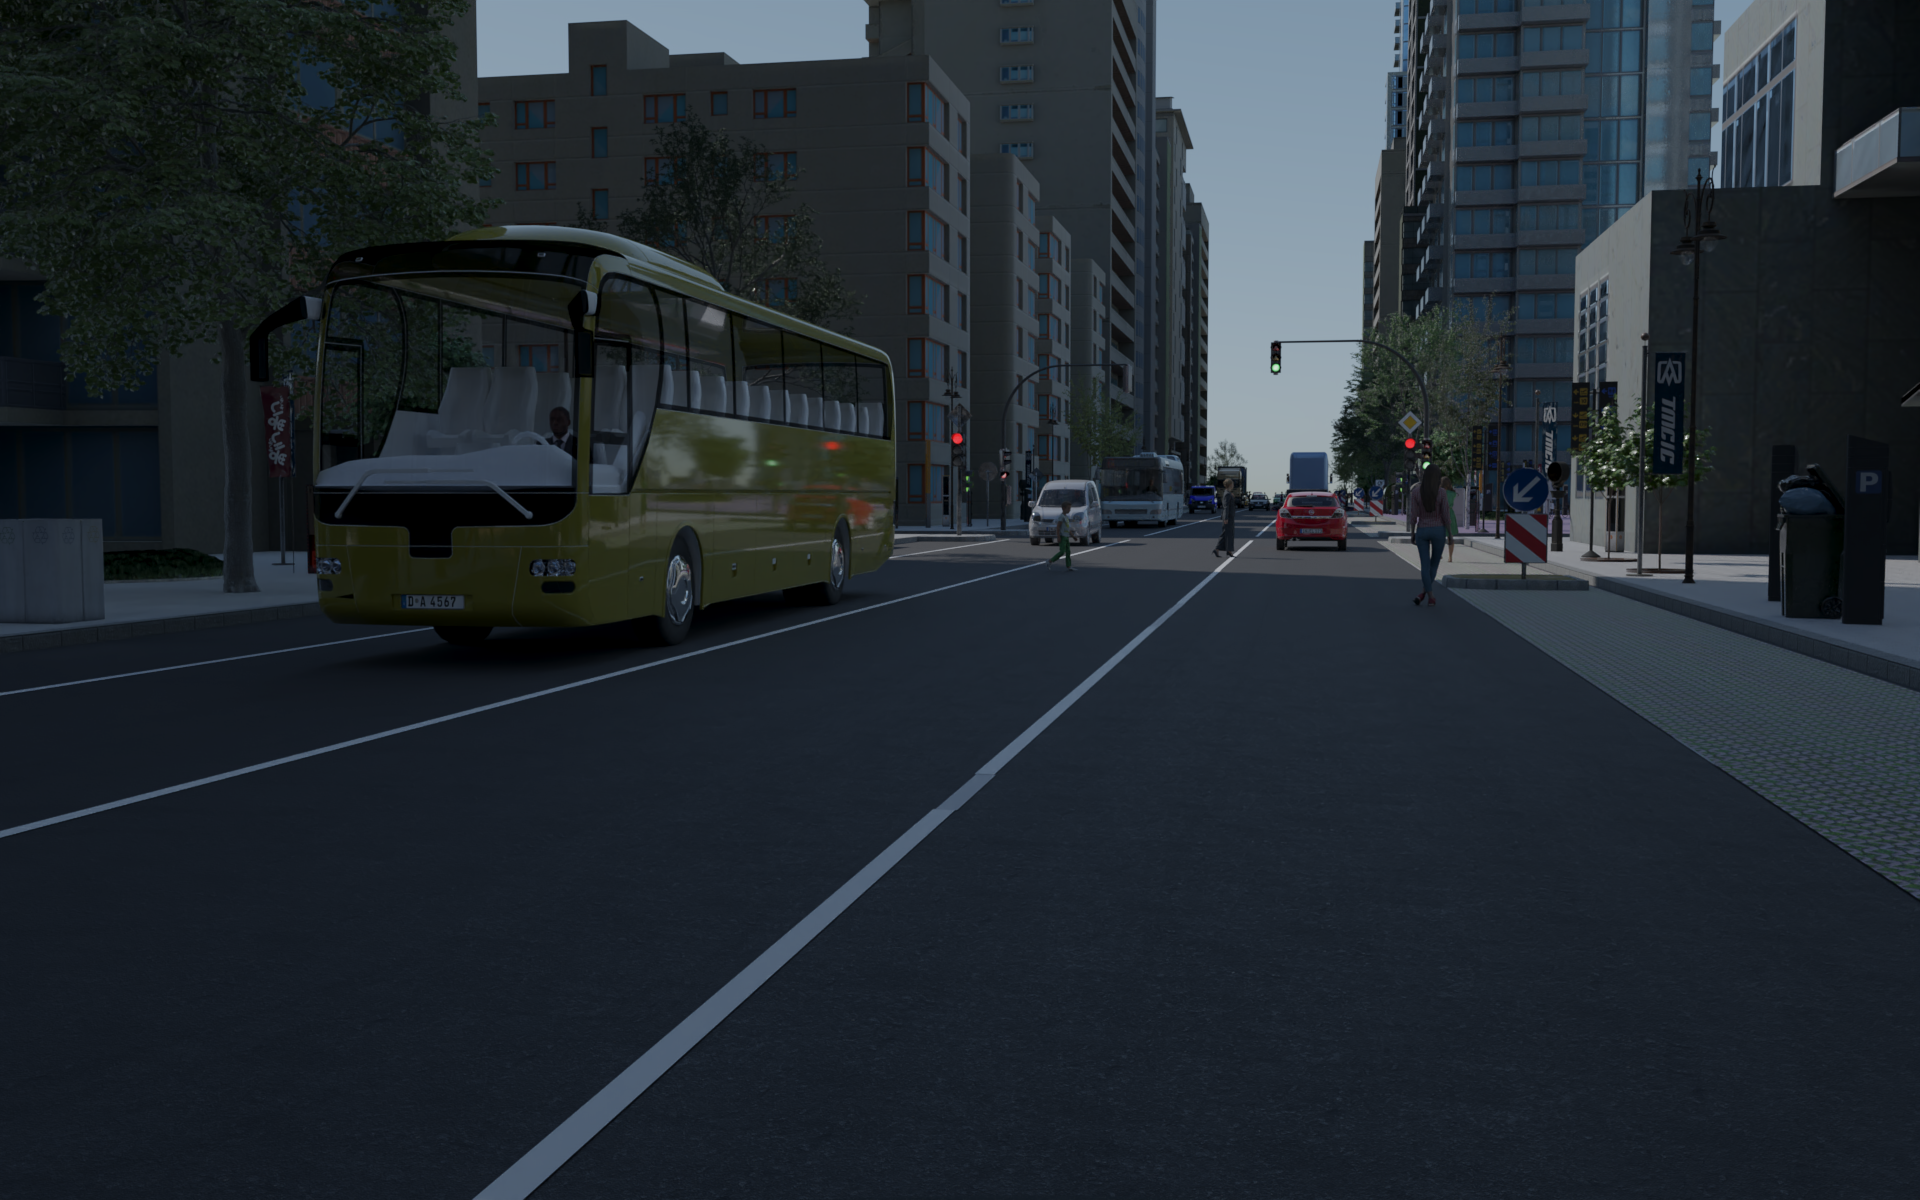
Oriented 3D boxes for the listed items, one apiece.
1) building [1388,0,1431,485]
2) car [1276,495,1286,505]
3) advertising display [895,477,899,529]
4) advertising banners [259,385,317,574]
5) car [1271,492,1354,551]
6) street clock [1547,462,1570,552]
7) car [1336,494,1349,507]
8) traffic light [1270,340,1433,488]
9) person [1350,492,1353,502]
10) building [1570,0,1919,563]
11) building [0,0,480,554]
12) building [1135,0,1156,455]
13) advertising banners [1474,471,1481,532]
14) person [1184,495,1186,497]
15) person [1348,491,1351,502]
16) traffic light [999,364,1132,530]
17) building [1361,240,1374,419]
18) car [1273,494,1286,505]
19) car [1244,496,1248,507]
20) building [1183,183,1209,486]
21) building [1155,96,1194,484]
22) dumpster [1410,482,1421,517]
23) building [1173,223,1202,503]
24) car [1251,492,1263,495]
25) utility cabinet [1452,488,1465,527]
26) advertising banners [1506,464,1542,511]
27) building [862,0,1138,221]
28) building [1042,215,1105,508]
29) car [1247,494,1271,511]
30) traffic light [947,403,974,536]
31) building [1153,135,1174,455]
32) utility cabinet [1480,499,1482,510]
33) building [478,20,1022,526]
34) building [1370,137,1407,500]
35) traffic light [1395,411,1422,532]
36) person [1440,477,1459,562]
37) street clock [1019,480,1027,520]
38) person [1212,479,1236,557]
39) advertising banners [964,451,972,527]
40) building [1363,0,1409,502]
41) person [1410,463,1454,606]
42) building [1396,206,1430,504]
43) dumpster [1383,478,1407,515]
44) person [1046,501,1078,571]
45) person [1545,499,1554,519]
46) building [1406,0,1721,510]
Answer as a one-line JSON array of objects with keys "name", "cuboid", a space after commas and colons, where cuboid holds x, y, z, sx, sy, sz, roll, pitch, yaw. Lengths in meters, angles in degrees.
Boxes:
[{"name": "building", "cuboid": [57.554, -45.941, 189.383, 20.563, 71.187, 20.611, 1, 4, 11]}, {"name": "car", "cuboid": [44.225, -13.990, 237.775, 2.155, 1.783, 4.494, 1, 4, 10]}, {"name": "advertising display", "cuboid": [-2.354, -3.624, 64.473, 0.123, 1.923, 0.974, 0, 4, -1]}, {"name": "advertising banners", "cuboid": [-10.252, -1.934, 27.815, 2.074, 3.025, 0.090, 1, 4, 9]}, {"name": "car", "cuboid": [9.254, -2.230, 45.504, 2.155, 1.783, 4.494, 1, 4, 12]}, {"name": "street clock", "cuboid": [13.320, -2.081, 38.596, 0.358, 2.002, 0.471, -2, 4, -25]}, {"name": "car", "cuboid": [38.357, -10.122, 175.288, 2.009, 1.686, 4.222, 1, 4, 11]}, {"name": "traffic light", "cuboid": [11.523, -4.665, 50.933, 4.771, 5.953, 1.251, 1, 4, 11]}, {"name": "person", "cuboid": [56.022, -14.824, 248.287, 0.599, 1.838, 0.709, 0, 4, -6]}, {"name": "building", "cuboid": [24.612, -43.716, 27.426, 22.319, 86.520, 31.000, 1, 4, 11]}, {"name": "building", "cuboid": [-26.530, -23.770, 43.267, 28.867, 44.769, 22.147, 1, 4, 11]}, {"name": "building", "cuboid": [7.759, -38.596, 173.043, 21.231, 58.520, 28.212, 1, 4, 11]}, {"name": "advertising banners", "cuboid": [17.594, -3.836, 58.907, 0.090, 3.025, 2.074, 1, 4, 22]}, {"name": "person", "cuboid": [26.927, -12.102, 204.630, 1.217, 1.735, 0.721, -2, 4, -35]}, {"name": "person", "cuboid": [61.788, -16.407, 274.850, 0.990, 1.755, 0.434, 0, 4, 1]}, {"name": "traffic light", "cuboid": [3.625, -5.268, 60.808, 4.771, 5.953, 1.251, 1, 4, 11]}, {"name": "building", "cuboid": [71.742, -36.398, 278.705, 14.154, 41.232, 14.086, 1, 4, 11]}, {"name": "car", "cuboid": [42.124, -13.407, 227.999, 1.959, 1.807, 4.718, 1, 4, 11]}, {"name": "car", "cuboid": [32.049, -11.492, 198.122, 2.015, 1.641, 3.980, 1, 4, 13]}, {"name": "building", "cuboid": [27.849, -39.743, 273.502, 21.300, 48.544, 21.600, 1, 4, 11]}, {"name": "building", "cuboid": [16.500, -39.576, 236.311, 28.713, 52.752, 27.495, 1, 4, 11]}, {"name": "dumpster", "cuboid": [21.567, -4.579, 80.630, 1.264, 1.857, 1.865, 1, 4, 11]}, {"name": "building", "cuboid": [27.999, -34.981, 255.537, 14.154, 41.232, 14.086, 1, 4, 11]}, {"name": "car", "cuboid": [49.281, -17.005, 286.705, 2.281, 1.827, 5.304, 1, 4, 10]}, {"name": "utility cabinet", "cuboid": [18.877, -3.562, 66.922, 1.173, 1.500, 0.318, 2, 4, 26]}, {"name": "advertising banners", "cuboid": [32.579, -6.346, 99.945, 2.074, 3.025, 0.090, 2, 4, 33]}, {"name": "building", "cuboid": [3.481, -32.119, 148.850, 21.300, 48.544, 21.600, 1, 4, 11]}, {"name": "building", "cuboid": [-5.002, -17.093, 124.518, 27.650, 21.520, 28.899, 1, 4, 11]}, {"name": "car", "cuboid": [25.744, -8.506, 148.867, 2.009, 1.686, 4.222, 1, 4, 12]}, {"name": "traffic light", "cuboid": [-0.006, -3.941, 53.350, 0.839, 4.253, 0.868, 1, 4, 11]}, {"name": "building", "cuboid": [15.883, -31.206, 193.818, 14.154, 41.232, 14.086, 1, 4, 11]}, {"name": "utility cabinet", "cuboid": [27.833, -5.071, 94.073, 0.306, 1.237, 1.020, -3, 5, -45]}, {"name": "building", "cuboid": [-11.960, -14.694, 85.286, 27.650, 21.520, 28.899, 1, 4, 11]}, {"name": "building", "cuboid": [66.097, -37.062, 229.673, 21.300, 48.544, 21.600, 1, 4, 11]}, {"name": "traffic light", "cuboid": [15.153, -4.255, 58.497, 0.839, 4.253, 0.868, 1, 4, 11]}, {"name": "person", "cuboid": [10.142, -1.681, 36.226, 0.600, 1.795, 0.529, 0, 4, -8]}, {"name": "street clock", "cuboid": [3.114, -4.986, 86.095, 0.358, 2.002, 0.471, -2, 4, -24]}, {"name": "person", "cuboid": [6.014, -1.846, 39.109, 0.534, 1.772, 0.576, -1, 4, -20]}, {"name": "advertising banners", "cuboid": [0.322, -4.428, 68.590, 0.090, 3.025, 2.074, 0, 4, -7]}, {"name": "building", "cuboid": [71.360, -57.588, 254.234, 22.319, 86.520, 31.000, 1, 4, 11]}, {"name": "person", "cuboid": [6.061, -0.840, 22.238, 0.555, 1.821, 0.388, 1, 4, 9]}, {"name": "building", "cuboid": [51.175, -24.619, 174.226, 14.160, 30.474, 14.107, 1, 4, 11]}, {"name": "dumpster", "cuboid": [27.239, -6.464, 108.172, 1.502, 2.255, 1.985, 1, 4, 11]}, {"name": "person", "cuboid": [1.892, -1.188, 32.178, 0.590, 1.304, 0.306, 0, 4, 4]}, {"name": "person", "cuboid": [30.293, -5.081, 89.473, 0.694, 1.780, 0.624, 0, 4, 2]}, {"name": "building", "cuboid": [51.789, -32.493, 150.861, 23.786, 49.044, 30.456, 1, 4, 11]}]
